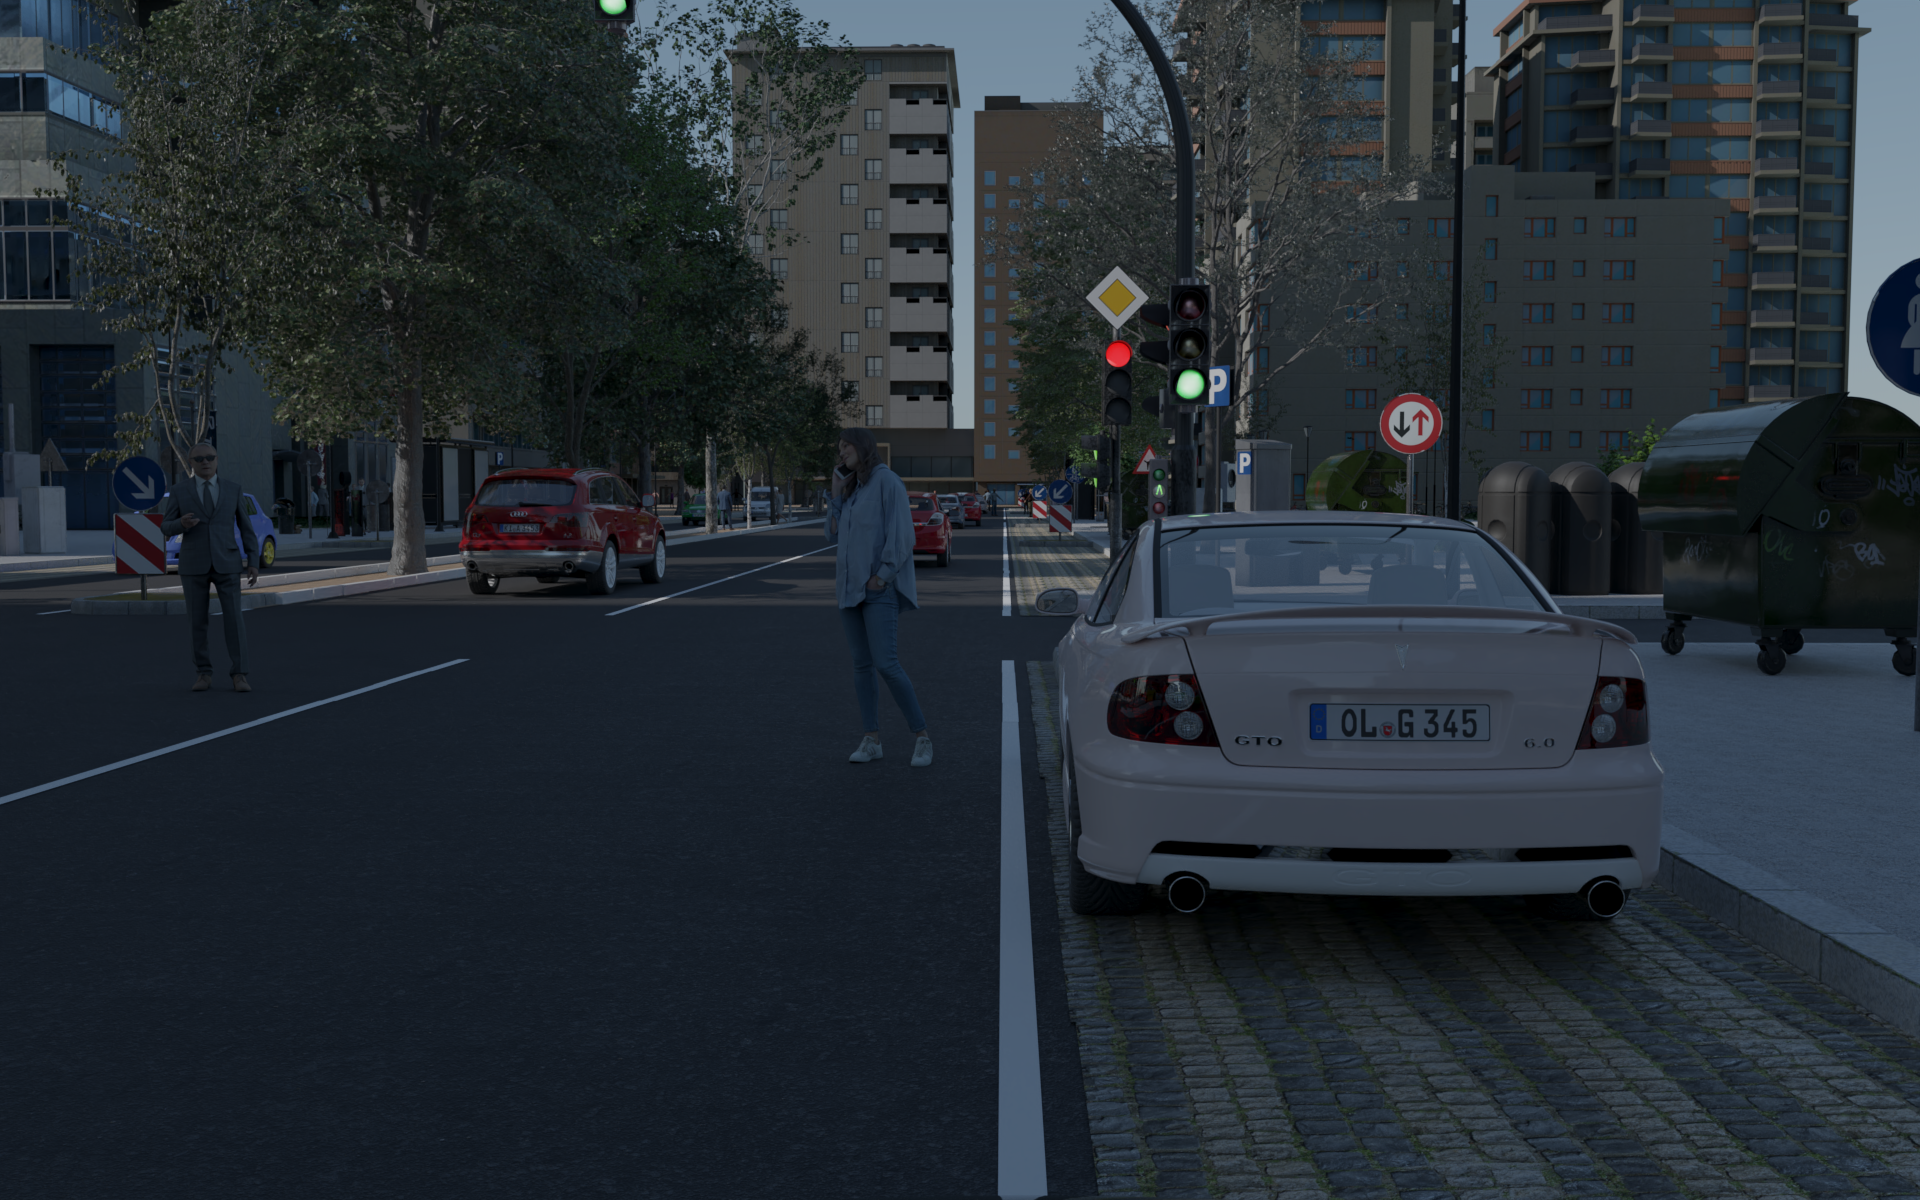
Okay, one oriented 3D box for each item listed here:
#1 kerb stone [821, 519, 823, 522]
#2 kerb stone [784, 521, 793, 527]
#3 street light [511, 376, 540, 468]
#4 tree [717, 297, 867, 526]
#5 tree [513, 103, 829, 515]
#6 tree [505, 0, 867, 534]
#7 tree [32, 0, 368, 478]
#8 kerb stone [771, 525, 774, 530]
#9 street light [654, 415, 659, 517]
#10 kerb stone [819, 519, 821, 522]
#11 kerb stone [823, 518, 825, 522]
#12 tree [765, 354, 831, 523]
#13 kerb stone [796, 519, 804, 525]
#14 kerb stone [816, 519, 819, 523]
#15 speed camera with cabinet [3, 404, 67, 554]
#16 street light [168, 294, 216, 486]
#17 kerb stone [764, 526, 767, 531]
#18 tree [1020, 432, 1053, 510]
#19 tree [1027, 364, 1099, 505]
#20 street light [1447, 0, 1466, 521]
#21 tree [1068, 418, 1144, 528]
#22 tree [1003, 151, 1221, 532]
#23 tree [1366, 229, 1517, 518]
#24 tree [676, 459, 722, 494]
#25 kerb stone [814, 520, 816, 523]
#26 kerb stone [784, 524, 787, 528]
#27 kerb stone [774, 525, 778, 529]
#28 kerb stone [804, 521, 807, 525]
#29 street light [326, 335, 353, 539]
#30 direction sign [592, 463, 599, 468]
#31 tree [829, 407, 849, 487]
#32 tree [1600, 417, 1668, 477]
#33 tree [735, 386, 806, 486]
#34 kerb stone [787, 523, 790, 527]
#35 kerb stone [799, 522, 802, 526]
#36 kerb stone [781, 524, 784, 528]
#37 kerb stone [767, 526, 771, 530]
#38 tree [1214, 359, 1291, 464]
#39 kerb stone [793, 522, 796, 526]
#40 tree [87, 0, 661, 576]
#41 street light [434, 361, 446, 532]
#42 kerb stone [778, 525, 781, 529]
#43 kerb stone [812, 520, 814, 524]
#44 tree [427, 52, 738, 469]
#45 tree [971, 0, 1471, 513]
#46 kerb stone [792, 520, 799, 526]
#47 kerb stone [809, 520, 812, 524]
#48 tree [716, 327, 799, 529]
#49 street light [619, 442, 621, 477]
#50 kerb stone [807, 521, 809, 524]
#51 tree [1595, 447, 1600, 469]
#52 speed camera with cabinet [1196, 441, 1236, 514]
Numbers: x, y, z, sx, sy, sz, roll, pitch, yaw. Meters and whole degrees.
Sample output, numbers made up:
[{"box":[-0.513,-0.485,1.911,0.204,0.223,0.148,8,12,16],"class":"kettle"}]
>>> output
[{"box":[-7.156,-3.990,87.436,0.120,0.150,1.000,0,4,1],"class":"kerb stone"},{"box":[-7.461,-3.239,75.148,0.120,0.150,1.000,0,4,1],"class":"kerb stone"},{"box":[-17.128,-5.858,68.312,1.470,5.913,1.316,0,4,1],"class":"street light"},{"box":[-8.237,-8.559,76.816,8.767,10.594,7.601,0,4,1],"class":"tree"},{"box":[-9.230,-8.016,50.522,9.611,12.733,9.660,0,3,0],"class":"tree"},{"box":[-9.973,-12.426,61.506,12.611,20.169,13.585,0,3,0],"class":"tree"},{"box":[-9.908,-4.260,22.469,4.360,8.622,3.978,0,3,0],"class":"tree"},{"box":[-7.628,-2.861,68.980,0.120,0.150,1.000,0,4,1],"class":"kerb stone"},{"box":[-16.477,-7.595,96.726,1.470,5.913,1.316,0,4,1],"class":"street light"},{"box":[-7.185,-3.926,86.413,0.120,0.150,1.000,0,4,1],"class":"kerb stone"},{"box":[-7.121,-4.053,88.458,0.120,0.150,1.000,0,4,1],"class":"kerb stone"},{"box":[-8.245,-8.017,83.899,4.737,8.622,4.395,0,3,0],"class":"tree"},{"box":[-7.364,-3.489,79.246,0.120,0.150,1.000,0,4,1],"class":"kerb stone"},{"box":[-7.207,-3.865,85.391,0.120,0.150,1.000,0,4,1],"class":"kerb stone"},{"box":[-20.111,-2.647,37.613,2.038,3.252,0.660,3,5,43],"class":"speed camera with cabinet"},{"box":[-17.840,-4.149,40.373,1.470,5.913,1.316,0,4,1],"class":"street light"},{"box":[-7.671,-2.734,66.933,0.120,0.150,1.000,0,4,1],"class":"kerb stone"},{"box":[7.020,-11.658,140.964,4.737,8.622,4.395,0,3,0],"class":"tree"},{"box":[5.887,-8.922,96.234,4.360,8.622,3.978,0,3,0],"class":"tree"},{"box":[3.189,-2.474,12.991,1.470,5.913,1.316,0,4,1],"class":"street light"},{"box":[5.817,-5.075,66.683,4.285,4.588,4.351,0,3,0],"class":"tree"},{"box":[4.968,-8.531,57.605,7.486,12.596,7.792,0,3,0],"class":"tree"},{"box":[13.363,-5.944,47.545,4.360,8.622,3.978,0,3,0],"class":"tree"},{"box":[-17.424,-8.104,116.210,4.285,4.588,4.351,0,3,0],"class":"tree"},{"box":[-7.233,-3.799,84.366,0.120,0.150,1.000,0,4,1],"class":"kerb stone"},{"box":[-7.510,-3.106,73.090,0.120,0.150,1.000,0,4,1],"class":"kerb stone"},{"box":[-7.591,-2.924,70.007,0.120,0.150,1.000,0,4,1],"class":"kerb stone"},{"box":[-7.346,-3.549,80.268,0.120,0.150,1.000,0,4,1],"class":"kerb stone"},{"box":[-17.540,-4.723,49.758,1.470,5.913,1.316,0,4,1],"class":"street light"},{"box":[-17.441,-5.604,83.616,0.379,3.537,0.876,2,4,34],"class":"direction sign"},{"box":[-15.040,-15.384,168.538,9.611,12.733,9.660,0,3,0],"class":"tree"},{"box":[17.465,-2.997,43.595,1.663,3.219,1.824,0,3,0],"class":"tree"},{"box":[-16.696,-13.771,143.275,7.486,12.596,7.792,0,3,0],"class":"tree"},{"box":[-7.490,-3.168,74.112,0.120,0.150,1.000,0,4,1],"class":"kerb stone"},{"box":[-7.385,-3.427,78.222,0.120,0.150,1.000,0,4,1],"class":"kerb stone"},{"box":[-7.548,-3.046,72.065,0.120,0.150,1.000,0,4,1],"class":"kerb stone"},{"box":[-7.651,-2.794,67.955,0.120,0.150,1.000,0,4,1],"class":"kerb stone"},{"box":[15.578,-8.728,93.065,4.360,8.622,3.978,0,3,0],"class":"tree"},{"box":[-7.438,-3.301,76.169,0.120,0.150,1.000,0,4,1],"class":"kerb stone"},{"box":[-9.757,-7.410,30.266,9.857,13.997,8.962,0,3,0],"class":"tree"},{"box":[-17.266,-5.290,59.033,1.470,5.913,1.316,0,4,1],"class":"street light"},{"box":[-7.571,-2.986,71.029,0.120,0.150,1.000,0,4,1],"class":"kerb stone"},{"box":[-7.258,-3.734,83.338,0.120,0.150,1.000,0,4,1],"class":"kerb stone"},{"box":[-9.084,-6.880,40.696,9.928,11.665,9.643,0,3,0],"class":"tree"},{"box":[5.470,-7.736,36.846,12.009,13.543,11.850,0,3,0],"class":"tree"},{"box":[-7.412,-3.361,77.192,0.120,0.150,1.000,0,4,1],"class":"kerb stone"},{"box":[-7.285,-3.674,82.316,0.120,0.150,1.000,0,4,1],"class":"kerb stone"},{"box":[-8.570,-7.191,70.395,4.360,8.622,3.978,0,3,0],"class":"tree"},{"box":[-16.615,-7.028,87.448,1.470,5.913,1.316,0,4,1],"class":"street light"},{"box":[-7.313,-3.615,81.294,0.120,0.150,1.000,0,4,1],"class":"kerb stone"},{"box":[22.491,-3.985,59.752,1.663,3.219,1.824,0,3,0],"class":"tree"},{"box":[7.186,-3.340,48.947,0.660,3.252,2.038,2,4,30],"class":"speed camera with cabinet"}]
